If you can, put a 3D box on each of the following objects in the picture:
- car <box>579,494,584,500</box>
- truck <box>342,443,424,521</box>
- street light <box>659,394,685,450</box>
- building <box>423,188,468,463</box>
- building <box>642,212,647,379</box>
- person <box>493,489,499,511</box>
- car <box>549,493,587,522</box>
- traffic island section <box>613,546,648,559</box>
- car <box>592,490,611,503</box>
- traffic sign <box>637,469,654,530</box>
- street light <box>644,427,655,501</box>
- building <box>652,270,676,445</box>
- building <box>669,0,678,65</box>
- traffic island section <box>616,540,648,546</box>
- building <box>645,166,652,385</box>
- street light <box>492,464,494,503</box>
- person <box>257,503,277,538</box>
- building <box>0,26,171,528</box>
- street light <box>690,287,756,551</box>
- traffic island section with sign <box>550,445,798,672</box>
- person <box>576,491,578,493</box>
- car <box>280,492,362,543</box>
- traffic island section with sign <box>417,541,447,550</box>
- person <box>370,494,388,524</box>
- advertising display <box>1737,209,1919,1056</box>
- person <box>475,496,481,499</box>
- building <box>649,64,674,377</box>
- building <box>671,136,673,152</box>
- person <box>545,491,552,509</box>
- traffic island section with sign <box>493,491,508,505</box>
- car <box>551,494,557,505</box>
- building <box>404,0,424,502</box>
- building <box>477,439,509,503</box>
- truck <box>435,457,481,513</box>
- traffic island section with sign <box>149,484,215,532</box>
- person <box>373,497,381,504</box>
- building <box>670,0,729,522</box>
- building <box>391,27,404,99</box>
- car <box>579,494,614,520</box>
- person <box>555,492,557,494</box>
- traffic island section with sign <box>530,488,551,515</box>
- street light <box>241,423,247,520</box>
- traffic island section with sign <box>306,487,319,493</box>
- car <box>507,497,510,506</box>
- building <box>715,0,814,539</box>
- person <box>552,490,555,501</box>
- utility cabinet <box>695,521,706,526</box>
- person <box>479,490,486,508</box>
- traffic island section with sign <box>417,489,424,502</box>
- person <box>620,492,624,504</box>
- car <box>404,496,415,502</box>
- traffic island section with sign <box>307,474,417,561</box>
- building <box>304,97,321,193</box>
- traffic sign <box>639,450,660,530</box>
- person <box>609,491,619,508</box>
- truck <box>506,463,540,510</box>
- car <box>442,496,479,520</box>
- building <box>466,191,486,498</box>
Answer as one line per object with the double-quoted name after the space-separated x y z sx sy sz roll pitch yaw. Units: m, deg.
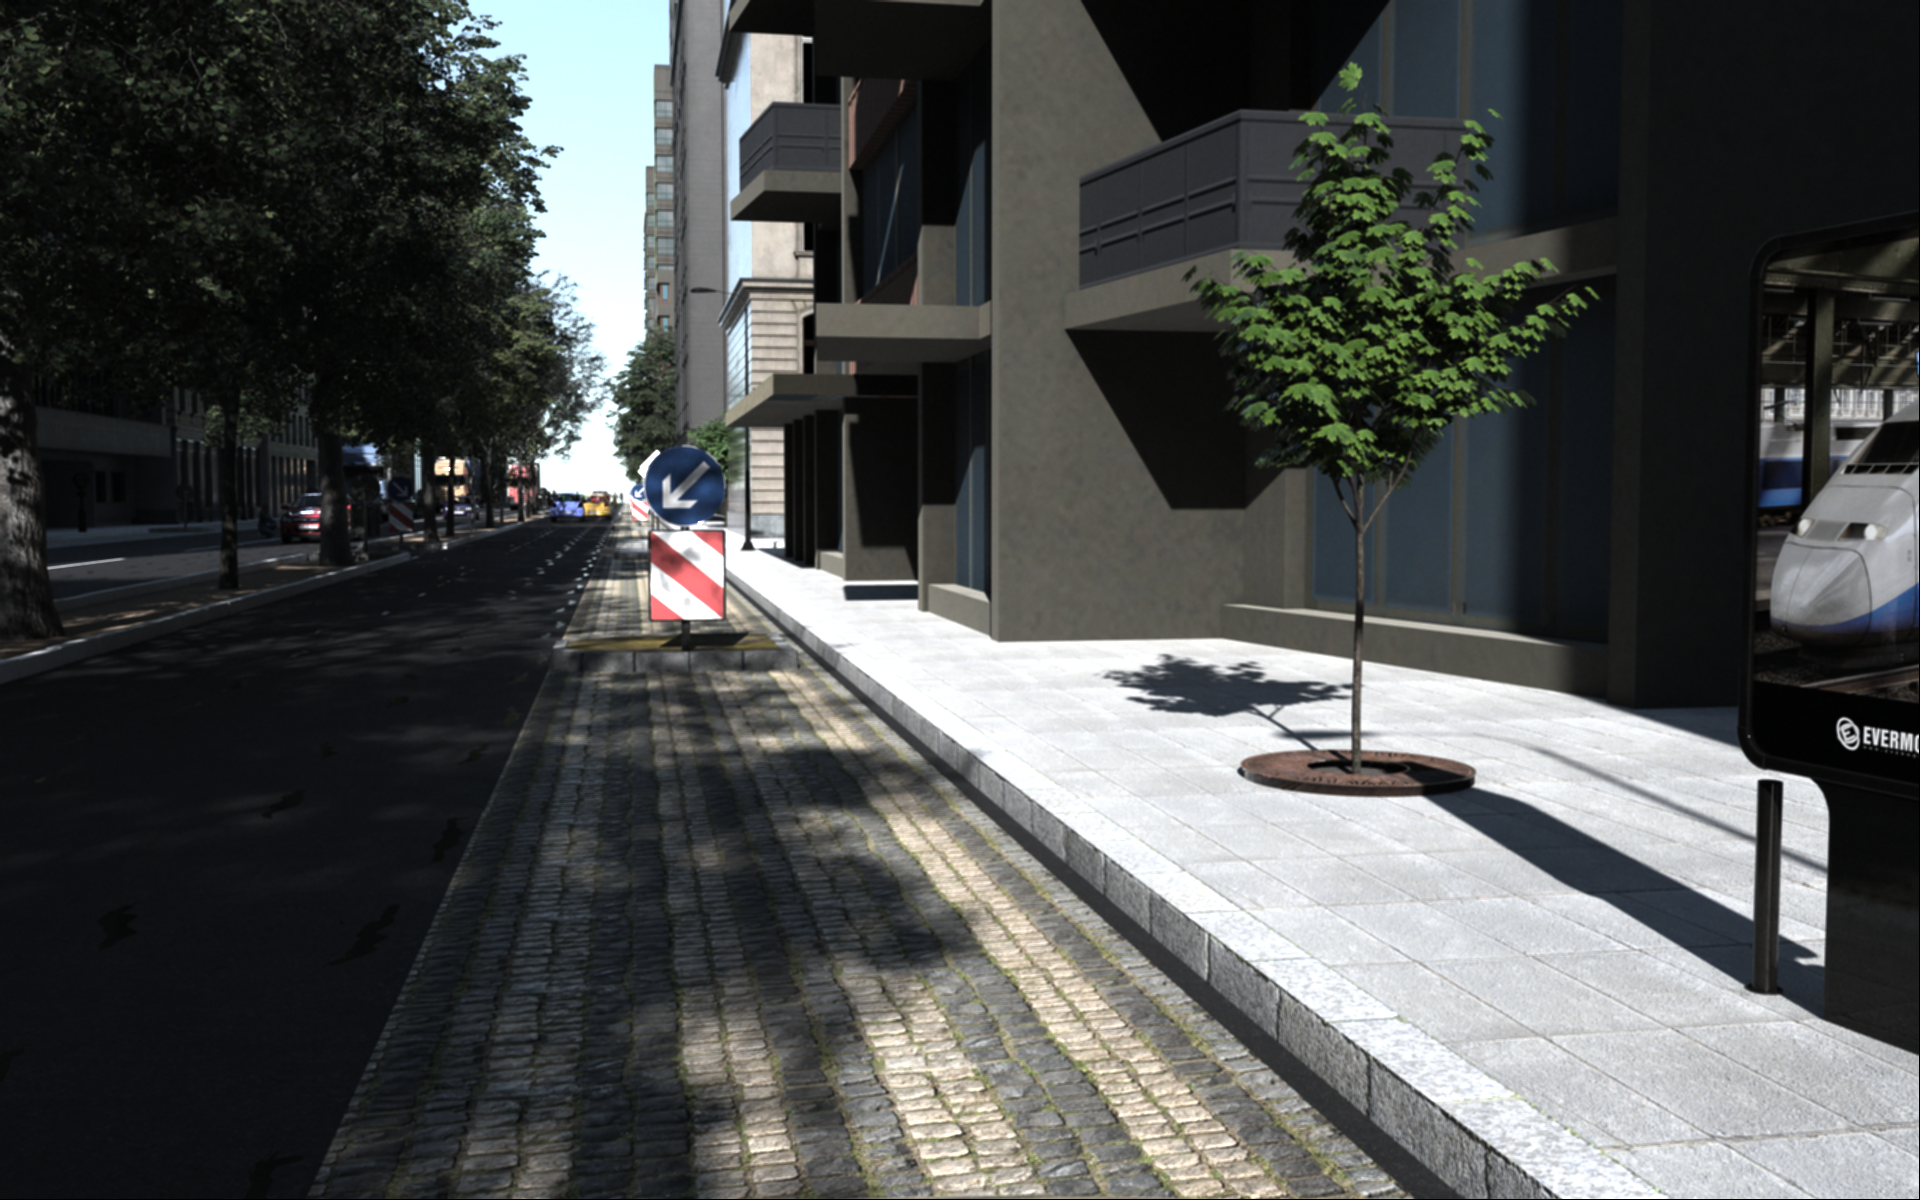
-25.227 -6.390 113.271 1.959 1.807 4.718 -1 4 -10 "car"
-32.257 -6.544 96.759 2.967 4.110 18.799 -1 4 -11 "truck"
-13.198 -6.588 80.263 1.470 5.913 1.316 -1 4 -11 "street light"
-66.156 -33.915 204.614 14.600 45.320 14.200 -1 4 -11 "building"
-36.997 -37.300 264.472 22.147 44.769 28.867 -1 4 -11 "building"
-39.536 -8.531 147.620 0.705 1.869 1.348 -2 4 -28 "person"
-20.349 -4.912 89.900 1.945 1.707 3.694 -1 4 -12 "car"
-6.799 -1.031 39.141 2.009 0.180 2.903 -1 4 -11 "traffic island section"
-37.270 -10.439 179.343 2.281 1.827 5.304 -1 4 -12 "car"
-8.324 -2.646 46.902 0.795 2.450 0.064 -1 4 -11 "traffic sign"
-21.171 -9.075 120.923 1.470 5.913 1.316 -1 4 -11 "street light"
-12.424 -18.675 150.368 27.650 21.520 28.899 -1 4 -11 "building"
-22.770 -45.755 186.347 20.563 71.187 20.611 -1 4 -11 "building"
-8.303 -1.511 46.984 2.009 0.180 2.903 -1 4 -11 "traffic island section"
-32.511 -32.761 219.229 14.154 41.232 14.086 -1 4 -11 "building"
-64.388 -16.410 240.845 1.470 5.913 1.316 -1 4 -11 "street light"
-22.591 -2.611 56.688 0.738 1.151 1.012 0 4 -7 "person"
-37.160 -14.507 56.250 14.314 24.678 30.058 -1 4 -11 "building"
-5.353 -4.072 39.122 1.470 5.913 1.316 -1 4 -11 "street light"
-2.476 -0.378 14.814 1.989 1.847 2.006 -1 4 -11 "traffic island section with sign"
-35.600 -9.281 160.958 1.217 1.735 0.721 0 4 8 "person"
-19.227 -2.639 52.184 2.155 1.783 4.494 -1 4 -10 "car"
-14.583 -2.282 45.440 2.006 1.907 1.989 -1 4 -11 "traffic island section with sign"
-27.250 -4.476 81.907 1.509 1.804 0.699 -2 4 -24 "person"
2.207 0.074 4.010 0.123 1.923 0.974 -1 4 -17 "advertising display"
-46.570 -9.665 166.604 1.350 1.814 0.705 3 5 39 "person"
-22.722 -29.728 169.641 14.154 41.232 14.086 -1 4 -11 "building"
-10.985 -19.764 110.529 14.401 28.519 23.554 -1 4 -11 "building"
-39.224 -9.548 165.343 1.217 1.736 0.721 -1 4 -12 "person"
-59.452 -13.095 222.731 1.989 1.847 2.006 -1 4 -11 "traffic island section with sign"
-51.933 -13.099 223.754 1.945 1.707 3.694 -1 4 -11 "car"
-63.100 -52.240 166.799 22.319 86.520 31.000 -1 4 -11 "building"
-81.511 -25.010 253.945 27.650 21.520 28.899 -1 4 -11 "building"
-38.779 -8.843 133.488 2.839 4.237 11.283 -1 4 -9 "truck"
-29.284 -3.465 65.286 1.989 1.847 2.006 -1 4 -11 "traffic island section with sign"
-27.210 -4.302 80.651 0.330 1.601 0.589 1 4 16 "person"
-7.000 -17.959 87.143 14.314 27.812 24.014 -1 4 -11 "building"
-54.747 -30.357 146.451 14.600 45.320 14.200 -1 4 -11 "building"
-20.261 -5.257 96.179 2.015 1.641 3.980 -1 4 -10 "car"
-57.651 -14.526 246.514 0.721 1.766 1.217 -1 4 -8 "person"
-28.737 -6.795 119.238 2.006 1.907 1.989 -1 4 -11 "traffic island section with sign"
-34.338 -6.833 84.266 1.470 5.913 1.316 -1 4 -11 "street light"
-34.386 -5.094 91.909 1.989 1.847 2.006 -1 4 -11 "traffic island section with sign"
-53.397 -12.209 208.653 2.155 1.783 4.494 -1 4 -11 "car"
9.625 -14.574 57.362 34.723 24.649 14.460 -1 4 -11 "building"
-37.050 -9.150 158.126 0.705 1.821 1.348 0 3 0 "person"
-10.693 -3.578 69.658 0.306 1.237 1.020 3 5 42 "utility cabinet"
-49.532 -10.436 179.227 1.348 1.812 0.705 1 4 9 "person"
-43.756 -8.085 140.815 1.989 1.847 2.006 -1 4 -11 "traffic island section with sign"
-47.881 -14.436 244.979 0.683 1.767 0.568 1 4 12 "person"
-40.867 -7.212 126.704 1.959 1.807 4.718 -1 4 -13 "car"
-13.198 -1.836 38.163 2.006 1.907 1.989 -1 4 -11 "traffic island section with sign"
-59.916 -26.537 125.759 32.217 40.220 23.993 -1 4 -11 "building"
-6.821 -2.166 39.059 0.795 2.450 0.064 -1 4 -11 "traffic sign"
-34.713 -10.072 173.909 0.721 1.736 1.217 3 4 39 "person"
-39.363 -10.256 156.604 2.839 4.237 11.283 -1 4 -12 "truck"
-27.530 -5.077 95.584 1.945 1.354 3.894 -1 4 -12 "car"
-73.724 -34.899 225.218 22.147 44.769 28.867 -1 4 -11 "building"
